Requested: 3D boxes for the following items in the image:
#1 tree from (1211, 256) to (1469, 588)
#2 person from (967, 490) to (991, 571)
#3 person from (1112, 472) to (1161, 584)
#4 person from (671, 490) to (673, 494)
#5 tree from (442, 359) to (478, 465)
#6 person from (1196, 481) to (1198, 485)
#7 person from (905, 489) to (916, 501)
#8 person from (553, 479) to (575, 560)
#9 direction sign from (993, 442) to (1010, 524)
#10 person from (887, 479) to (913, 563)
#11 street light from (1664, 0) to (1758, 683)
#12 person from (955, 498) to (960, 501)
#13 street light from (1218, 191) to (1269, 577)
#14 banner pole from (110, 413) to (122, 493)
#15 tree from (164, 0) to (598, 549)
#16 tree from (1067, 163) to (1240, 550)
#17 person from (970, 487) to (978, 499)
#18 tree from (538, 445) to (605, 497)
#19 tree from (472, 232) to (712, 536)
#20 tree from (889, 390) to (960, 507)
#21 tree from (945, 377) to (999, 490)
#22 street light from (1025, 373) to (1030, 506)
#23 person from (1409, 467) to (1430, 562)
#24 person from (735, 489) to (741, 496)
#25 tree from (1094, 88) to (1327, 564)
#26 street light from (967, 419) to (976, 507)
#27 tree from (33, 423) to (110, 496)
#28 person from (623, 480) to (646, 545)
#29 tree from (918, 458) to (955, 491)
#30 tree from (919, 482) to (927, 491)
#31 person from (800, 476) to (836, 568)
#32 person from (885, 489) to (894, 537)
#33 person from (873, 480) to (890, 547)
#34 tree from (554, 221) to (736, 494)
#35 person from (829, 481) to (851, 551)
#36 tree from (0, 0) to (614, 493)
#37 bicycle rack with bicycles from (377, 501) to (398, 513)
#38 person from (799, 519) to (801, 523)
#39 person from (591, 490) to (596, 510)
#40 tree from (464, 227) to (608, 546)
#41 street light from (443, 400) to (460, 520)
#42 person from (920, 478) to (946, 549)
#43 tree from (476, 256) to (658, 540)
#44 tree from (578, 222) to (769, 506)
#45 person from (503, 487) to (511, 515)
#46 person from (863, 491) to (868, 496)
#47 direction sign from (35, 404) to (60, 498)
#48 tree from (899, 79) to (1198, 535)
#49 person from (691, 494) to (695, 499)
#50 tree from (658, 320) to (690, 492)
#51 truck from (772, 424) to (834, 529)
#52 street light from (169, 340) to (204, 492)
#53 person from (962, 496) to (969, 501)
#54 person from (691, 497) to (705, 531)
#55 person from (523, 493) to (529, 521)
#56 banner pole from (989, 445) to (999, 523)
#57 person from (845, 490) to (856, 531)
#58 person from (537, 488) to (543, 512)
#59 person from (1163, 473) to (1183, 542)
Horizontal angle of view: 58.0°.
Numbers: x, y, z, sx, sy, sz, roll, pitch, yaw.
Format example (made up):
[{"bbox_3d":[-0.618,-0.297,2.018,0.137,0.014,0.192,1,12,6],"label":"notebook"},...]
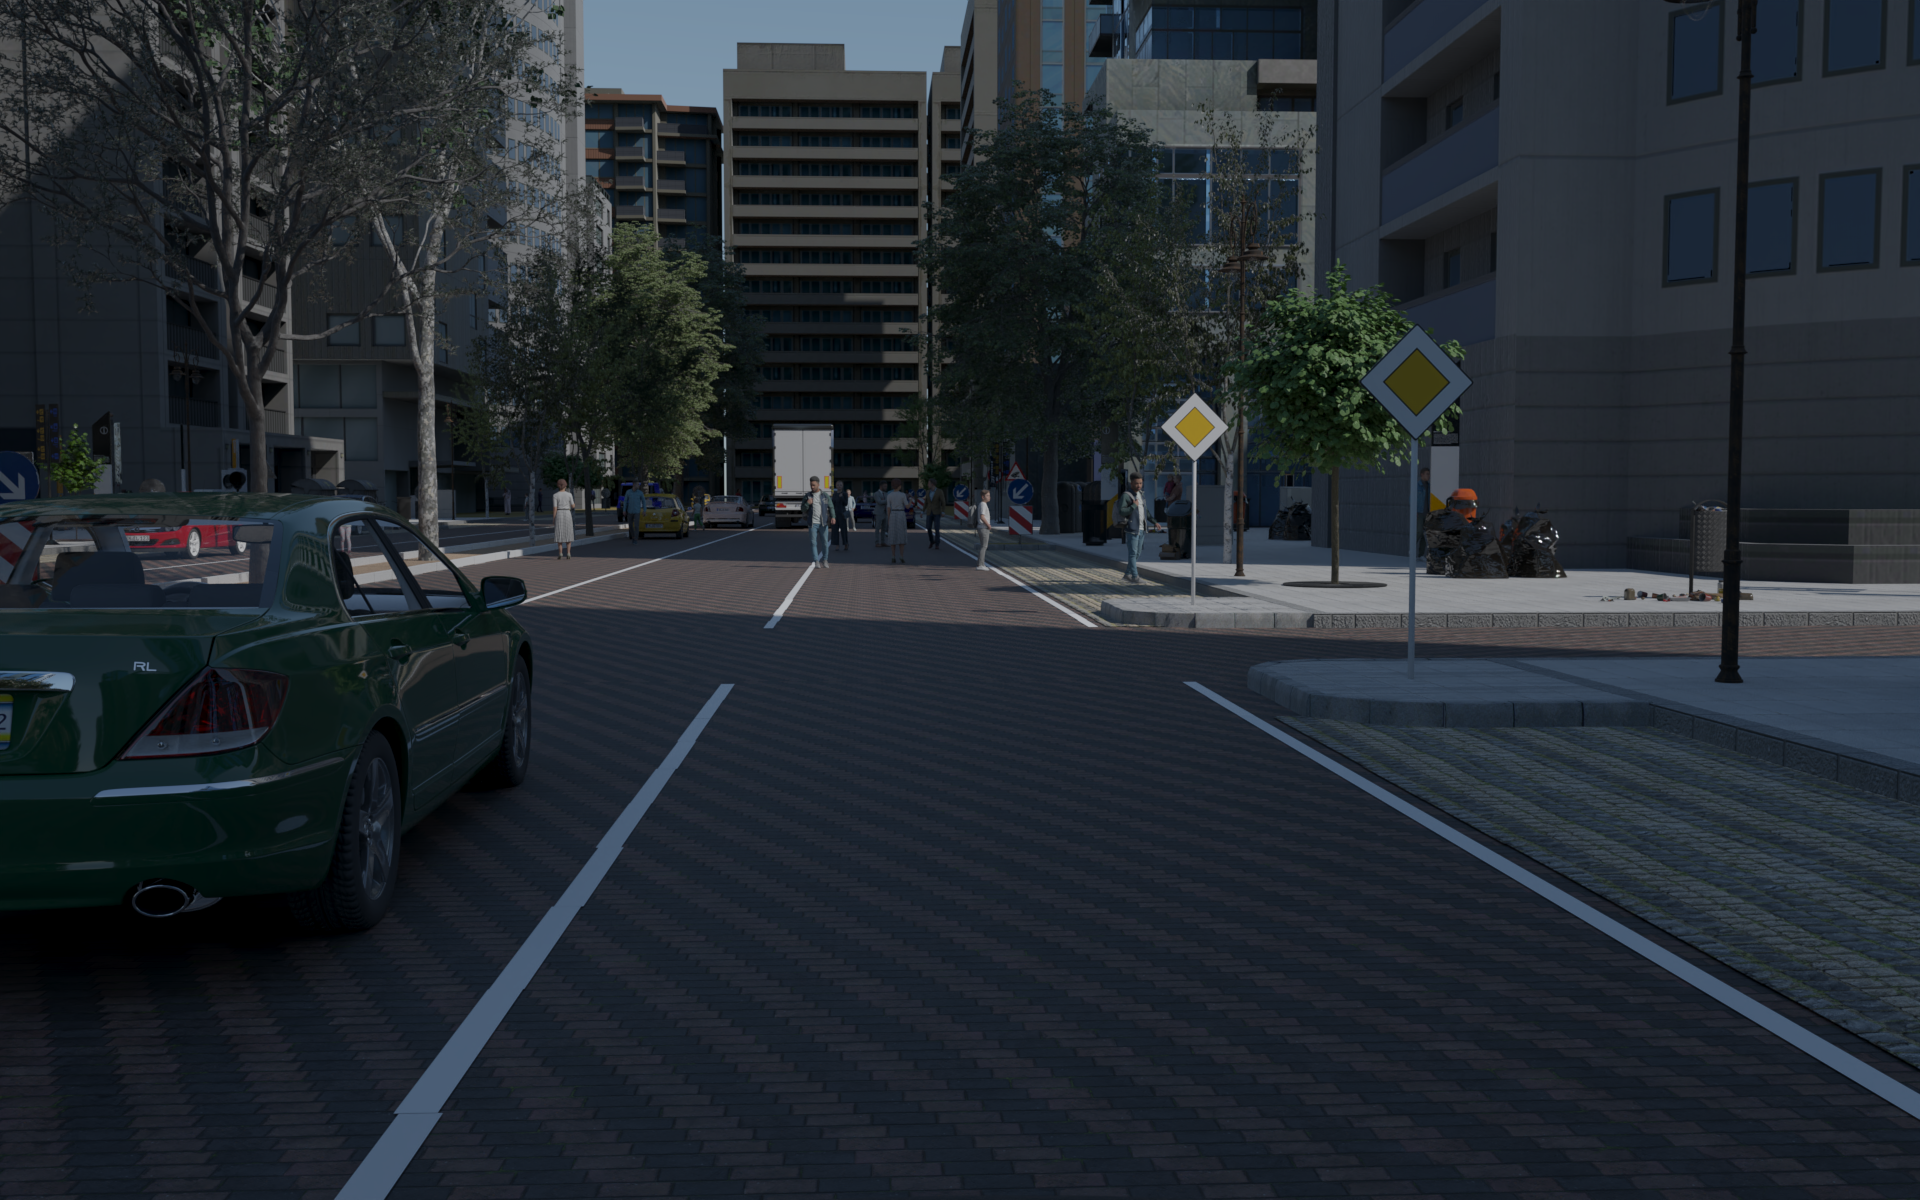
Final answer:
[{"bbox_3d":[5.208,-2.476,24.195,4.285,4.588,4.351,0,3,0],"label":"tree"},{"bbox_3d":[0.426,-1.309,32.495,0.523,1.515,0.503,-3,5,-39],"label":"person"},{"bbox_3d":[2.775,-1.142,27.520,0.721,1.781,0.623,2,4,30],"label":"person"},{"bbox_3d":[-18.580,-6.322,112.668,0.445,1.727,0.742,-2,4,-28],"label":"person"},{"bbox_3d":[-25.648,-8.748,93.391,4.737,8.622,4.395,0,3,0],"label":"tree"},{"bbox_3d":[8.027,-3.220,59.440,0.760,1.731,0.466,-1,4,-13],"label":"person"},{"bbox_3d":[-3.450,-6.334,112.772,1.217,1.736,0.721,1,4,10],"label":"person"},{"bbox_3d":[-8.693,-1.768,37.973,0.480,1.755,0.524,-1,4,-23],"label":"person"},{"bbox_3d":[1.779,-5.065,74.815,0.876,3.537,0.379,3,4,36],"label":"direction sign"},{"bbox_3d":[-1.262,-1.661,36.226,0.480,1.755,0.524,1,4,14],"label":"person"},{"bbox_3d":[5.247,-2.376,11.639,0.468,5.910,1.993,0,4,-3],"label":"street light"},{"bbox_3d":[0.006,-8.000,140.067,0.991,1.433,0.599,-2,4,-27],"label":"person"},{"bbox_3d":[4.358,-3.304,26.816,0.468,5.910,1.993,0,4,-3],"label":"street light"},{"bbox_3d":[-26.013,-3.876,53.395,0.863,3.779,0.401,3,5,43],"label":"banner pole"},{"bbox_3d":[-12.647,-10.944,37.285,12.611,20.169,13.585,0,3,0],"label":"tree"},{"bbox_3d":[4.301,-5.465,39.716,4.737,8.622,4.395,0,3,0],"label":"tree"},{"bbox_3d":[1.004,-6.798,117.896,0.721,1.736,1.217,-2,4,-26],"label":"person"},{"bbox_3d":[-26.797,-8.116,116.415,4.285,4.588,4.351,0,3,0],"label":"tree"},{"bbox_3d":[-12.575,-7.462,58.875,8.767,10.594,7.601,0,4,-3],"label":"tree"},{"bbox_3d":[-3.176,-15.083,172.369,9.928,11.665,9.643,0,3,0],"label":"tree"},{"bbox_3d":[1.316,-9.045,98.252,4.737,8.622,4.395,0,3,0],"label":"tree"},{"bbox_3d":[2.378,-5.410,61.242,0.468,5.910,1.993,0,4,-3],"label":"street light"},{"bbox_3d":[8.754,-1.622,32.906,0.601,1.785,0.444,-2,4,-24],"label":"person"},{"bbox_3d":[-16.460,-7.377,129.055,0.705,1.831,1.348,2,4,27],"label":"person"},{"bbox_3d":[4.837,-4.985,31.869,4.360,8.622,3.978,0,3,0],"label":"tree"},{"bbox_3d":[0.621,-7.454,94.655,0.468,5.910,1.993,0,4,-3],"label":"street light"},{"bbox_3d":[-23.843,-3.199,46.907,1.663,3.219,1.824,0,3,0],"label":"tree"},{"bbox_3d":[-9.234,-2.507,49.352,0.638,1.841,0.748,0,4,8],"label":"person"},{"bbox_3d":[-2.141,-10.480,155.054,4.285,4.588,4.351,0,3,0],"label":"tree"},{"bbox_3d":[-2.757,-10.109,159.882,1.663,3.219,1.824,0,3,0],"label":"tree"},{"bbox_3d":[-2.755,-1.505,33.456,0.623,1.781,0.721,-1,4,-20],"label":"person"},{"bbox_3d":[-2.270,-3.027,58.003,0.660,1.820,0.620,1,4,21],"label":"person"},{"bbox_3d":[-2.065,-2.335,46.866,0.466,1.800,0.511,2,4,26],"label":"person"},{"bbox_3d":[-13.230,-9.264,72.045,7.486,12.596,7.792,0,3,0],"label":"tree"},{"bbox_3d":[-3.068,-2.148,44.045,0.576,1.772,0.534,0,4,5],"label":"person"},{"bbox_3d":[-10.358,-6.873,25.208,12.009,13.543,11.850,0,3,0],"label":"tree"},{"bbox_3d":[-30.109,-4.733,90.772,2.852,0.926,2.925,-2,4,-30],"label":"bicycle rack with bicycles"},{"bbox_3d":[-8.128,-4.607,85.630,0.589,1.601,0.330,1,4,20],"label":"person"},{"bbox_3d":[-29.071,-7.990,136.546,0.709,1.838,0.599,0,4,1],"label":"person"},{"bbox_3d":[-11.750,-5.787,47.439,4.360,8.622,3.978,0,3,0],"label":"tree"},{"bbox_3d":[-24.999,-6.882,85.303,0.468,5.910,1.993,0,4,-3],"label":"street light"},{"bbox_3d":[-0.712,-2.252,45.226,0.656,1.842,0.836,0,4,-4],"label":"person"},{"bbox_3d":[-11.694,-6.071,52.088,4.737,8.622,4.395,0,3,0],"label":"tree"},{"bbox_3d":[-13.420,-10.570,81.937,9.857,13.997,8.962,0,3,0],"label":"tree"},{"bbox_3d":[-27.741,-6.073,106.009,0.551,1.740,0.621,0,4,7],"label":"person"},{"bbox_3d":[-8.773,-9.284,160.967,0.621,1.740,0.551,-2,4,-30],"label":"person"},{"bbox_3d":[-22.943,-3.157,43.621,0.876,3.537,0.379,2,4,28],"label":"direction sign"},{"bbox_3d":[2.958,-9.055,54.703,9.857,13.997,8.962,0,3,0],"label":"tree"},{"bbox_3d":[-26.809,-10.186,175.133,1.348,1.812,0.705,3,5,43],"label":"person"},{"bbox_3d":[-12.248,-6.910,65.797,4.737,8.622,4.395,0,3,0],"label":"tree"},{"bbox_3d":[-6.788,-5.268,75.045,2.839,4.237,11.283,0,4,-5],"label":"truck"},{"bbox_3d":[-23.178,-4.847,52.039,0.468,5.910,1.993,0,4,-3],"label":"street light"},{"bbox_3d":[0.277,-6.500,112.256,0.705,1.831,1.348,-2,4,-32],"label":"person"},{"bbox_3d":[-10.148,-3.325,67.109,0.590,1.304,0.306,2,4,34],"label":"person"},{"bbox_3d":[-23.017,-4.953,92.078,0.523,1.515,0.503,-2,4,-25],"label":"person"},{"bbox_3d":[1.587,-5.386,78.071,0.401,3.779,0.863,-3,5,-41],"label":"banner pole"},{"bbox_3d":[-4.355,-3.511,67.721,0.589,1.601,0.330,0,4,1],"label":"person"},{"bbox_3d":[-29.540,-7.028,121.866,0.530,1.710,0.541,-1,4,-11],"label":"person"},{"bbox_3d":[5.654,-2.432,45.777,0.580,1.828,0.573,2,4,34],"label":"person"}]
